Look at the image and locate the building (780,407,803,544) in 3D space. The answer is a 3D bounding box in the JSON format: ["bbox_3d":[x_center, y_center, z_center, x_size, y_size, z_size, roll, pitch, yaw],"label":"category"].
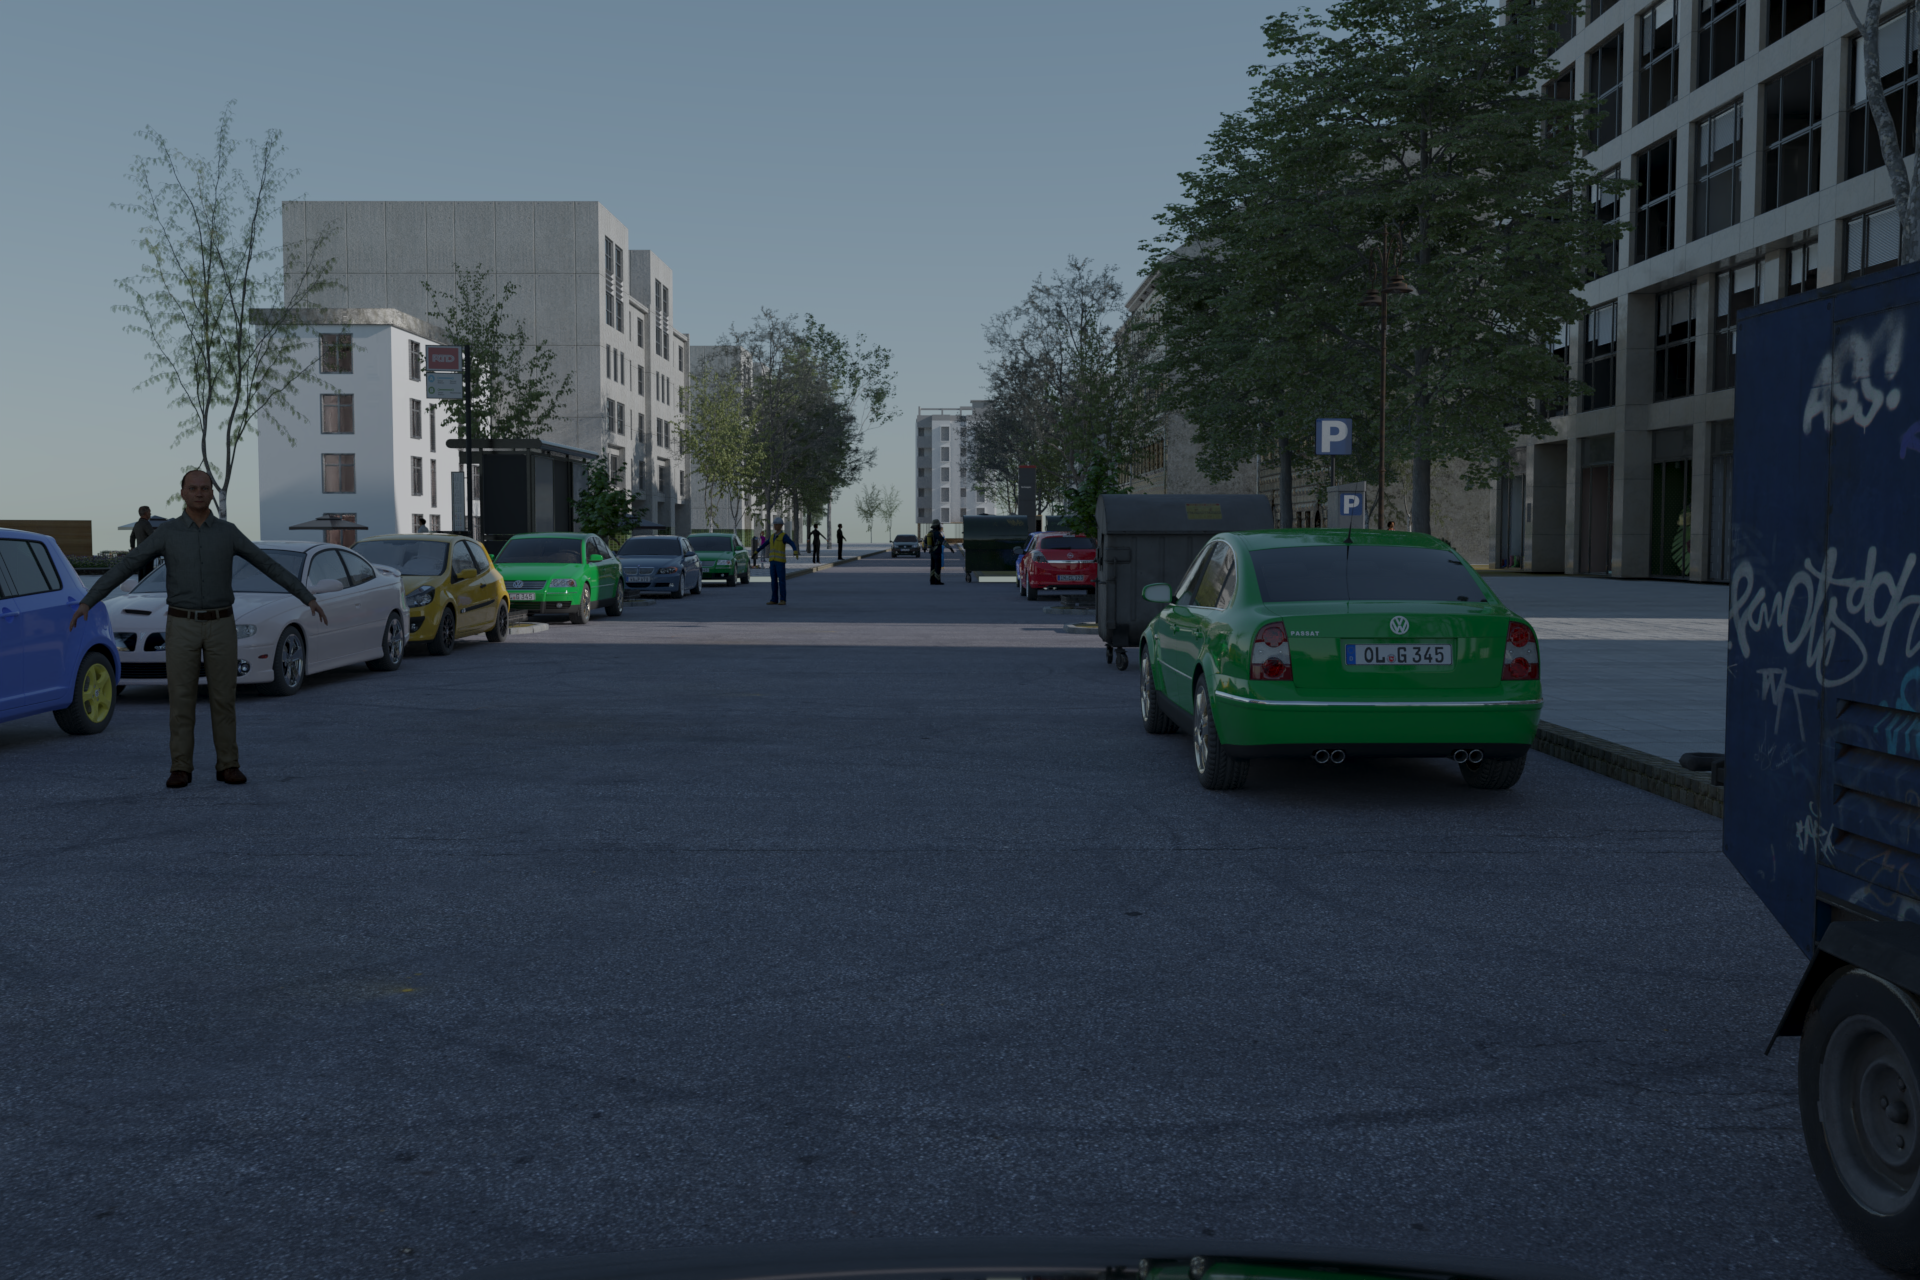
[{"bbox_3d":[-29.415,-21.298,214.677,16.747,18.905,31.486,0,4,0],"label":"building"}]

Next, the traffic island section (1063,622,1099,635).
[{"bbox_3d":[2.545,-0.166,25.575,1.991,0.108,1.994,0,4,-1],"label":"traffic island section"}]

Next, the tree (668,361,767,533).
[{"bbox_3d":[-10.551,-7.605,74.696,4.737,8.622,4.395,0,3,0],"label":"tree"}]

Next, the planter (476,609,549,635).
[{"bbox_3d":[-7.168,-0.267,25.511,1.991,0.319,1.994,0,4,0],"label":"planter"}]

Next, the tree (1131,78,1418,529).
[{"bbox_3d":[7.930,-7.706,44.128,7.486,12.596,7.792,0,3,0],"label":"tree"}]

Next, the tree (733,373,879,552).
[{"bbox_3d":[-10.999,-13.156,125.477,12.009,13.543,11.850,0,3,0],"label":"tree"}]

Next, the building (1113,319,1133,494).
[{"bbox_3d":[21.473,-18.001,125.239,19.493,23.208,18.063,0,4,0],"label":"building"}]

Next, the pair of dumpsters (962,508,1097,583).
[{"bbox_3d":[2.266,-2.850,51.542,4.436,2.255,1.574,0,4,-1],"label":"pair of dumpsters"}]

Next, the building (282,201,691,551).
[{"bbox_3d":[-27.587,-14.773,107.995,16.747,18.905,31.486,0,4,0],"label":"building"}]

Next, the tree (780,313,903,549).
[{"bbox_3d":[-10.948,-17.811,147.092,12.611,20.169,13.585,0,3,0],"label":"tree"}]

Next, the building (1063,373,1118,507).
[{"bbox_3d":[21.306,-20.341,199.029,16.747,18.905,31.486,0,4,-1],"label":"building"}]

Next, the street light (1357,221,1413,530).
[{"bbox_3d":[6.345,-3.256,26.021,0.468,5.910,1.993,0,4,-1],"label":"street light"}]

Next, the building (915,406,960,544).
[{"bbox_3d":[-6.054,-23.785,247.767,11.380,20.090,16.016,0,4,-1],"label":"building"}]

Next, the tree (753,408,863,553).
[{"bbox_3d":[-10.142,-11.010,114.432,8.767,10.594,7.601,1,4,15],"label":"tree"}]

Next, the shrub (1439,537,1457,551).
[{"bbox_3d":[16.148,-2.867,57.993,1.383,1.207,1.383,0,3,0],"label":"shrub"}]

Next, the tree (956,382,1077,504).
[{"bbox_3d":[4.667,-13.673,133.918,12.009,13.543,11.850,0,3,0],"label":"tree"}]

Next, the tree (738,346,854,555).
[{"bbox_3d":[-10.081,-11.415,104.760,7.486,12.596,7.792,0,3,0],"label":"tree"}]

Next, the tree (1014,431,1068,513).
[{"bbox_3d":[5.115,-10.071,115.022,4.737,8.622,4.395,0,3,0],"label":"tree"}]

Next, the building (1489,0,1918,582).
[{"bbox_3d":[27.722,-14.572,41.461,19.350,26.588,34.151,0,4,0],"label":"building"}]

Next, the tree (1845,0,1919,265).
[{"bbox_3d":[10.014,-9.718,14.784,12.611,20.169,13.585,0,3,0],"label":"tree"}]

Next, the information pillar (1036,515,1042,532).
[{"bbox_3d":[3.045,-3.845,67.350,0.304,2.012,0.304,0,4,0],"label":"information pillar"}]

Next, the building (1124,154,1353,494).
[{"bbox_3d":[20.657,-16.794,105.510,19.493,23.208,18.063,0,4,-1],"label":"building"}]

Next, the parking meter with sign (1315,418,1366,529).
[{"bbox_3d":[5.629,-1.780,25.363,0.543,3.016,1.738,0,3,0],"label":"parking meter with sign"}]

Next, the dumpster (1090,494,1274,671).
[{"bbox_3d":[2.379,-0.637,18.632,1.865,1.857,1.264,0,4,-2],"label":"dumpster"}]

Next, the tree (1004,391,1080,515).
[{"bbox_3d":[4.540,-8.305,86.155,4.737,8.622,4.395,0,3,0],"label":"tree"}]

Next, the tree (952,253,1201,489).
[{"bbox_3d":[5.279,-10.079,75.155,12.009,13.543,11.850,0,3,0],"label":"tree"}]

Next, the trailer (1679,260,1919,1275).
[{"bbox_3d":[2.474,0.201,3.756,1.471,1.999,3.904,0,4,-1],"label":"trailer"}]

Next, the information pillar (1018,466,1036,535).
[{"bbox_3d":[2.539,-4.666,65.663,0.750,3.857,0.750,0,4,-2],"label":"information pillar"}]

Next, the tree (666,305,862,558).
[{"bbox_3d":[-10.153,-11.115,92.106,12.009,13.543,11.850,0,3,0],"label":"tree"}]

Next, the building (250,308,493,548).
[{"bbox_3d":[-25.659,-8.342,78.533,9.099,9.664,28.070,0,4,0],"label":"building"}]

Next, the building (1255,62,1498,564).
[{"bbox_3d":[25.010,-15.332,81.609,19.493,23.208,18.063,0,4,-1],"label":"building"}]

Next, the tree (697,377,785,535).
[{"bbox_3d":[-10.452,-7.994,81.068,4.737,8.622,4.395,0,3,0],"label":"tree"}]

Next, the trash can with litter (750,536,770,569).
[{"bbox_3d":[-7.522,-3.279,64.670,1.678,1.210,2.233,0,4,-1],"label":"trash can with litter"}]

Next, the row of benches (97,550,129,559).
[{"bbox_3d":[-32.148,-3.090,65.987,1.422,0.672,4.104,-3,4,-36],"label":"row of benches"}]

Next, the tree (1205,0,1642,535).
[{"bbox_3d":[8.421,-6.954,31.824,7.486,12.596,7.792,0,3,0],"label":"tree"}]

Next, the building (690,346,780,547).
[{"bbox_3d":[-28.712,-19.083,178.457,16.747,18.905,31.486,0,4,1],"label":"building"}]

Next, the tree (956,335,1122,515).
[{"bbox_3d":[5.009,-11.971,106.093,12.009,13.543,11.850,0,3,0],"label":"tree"}]
